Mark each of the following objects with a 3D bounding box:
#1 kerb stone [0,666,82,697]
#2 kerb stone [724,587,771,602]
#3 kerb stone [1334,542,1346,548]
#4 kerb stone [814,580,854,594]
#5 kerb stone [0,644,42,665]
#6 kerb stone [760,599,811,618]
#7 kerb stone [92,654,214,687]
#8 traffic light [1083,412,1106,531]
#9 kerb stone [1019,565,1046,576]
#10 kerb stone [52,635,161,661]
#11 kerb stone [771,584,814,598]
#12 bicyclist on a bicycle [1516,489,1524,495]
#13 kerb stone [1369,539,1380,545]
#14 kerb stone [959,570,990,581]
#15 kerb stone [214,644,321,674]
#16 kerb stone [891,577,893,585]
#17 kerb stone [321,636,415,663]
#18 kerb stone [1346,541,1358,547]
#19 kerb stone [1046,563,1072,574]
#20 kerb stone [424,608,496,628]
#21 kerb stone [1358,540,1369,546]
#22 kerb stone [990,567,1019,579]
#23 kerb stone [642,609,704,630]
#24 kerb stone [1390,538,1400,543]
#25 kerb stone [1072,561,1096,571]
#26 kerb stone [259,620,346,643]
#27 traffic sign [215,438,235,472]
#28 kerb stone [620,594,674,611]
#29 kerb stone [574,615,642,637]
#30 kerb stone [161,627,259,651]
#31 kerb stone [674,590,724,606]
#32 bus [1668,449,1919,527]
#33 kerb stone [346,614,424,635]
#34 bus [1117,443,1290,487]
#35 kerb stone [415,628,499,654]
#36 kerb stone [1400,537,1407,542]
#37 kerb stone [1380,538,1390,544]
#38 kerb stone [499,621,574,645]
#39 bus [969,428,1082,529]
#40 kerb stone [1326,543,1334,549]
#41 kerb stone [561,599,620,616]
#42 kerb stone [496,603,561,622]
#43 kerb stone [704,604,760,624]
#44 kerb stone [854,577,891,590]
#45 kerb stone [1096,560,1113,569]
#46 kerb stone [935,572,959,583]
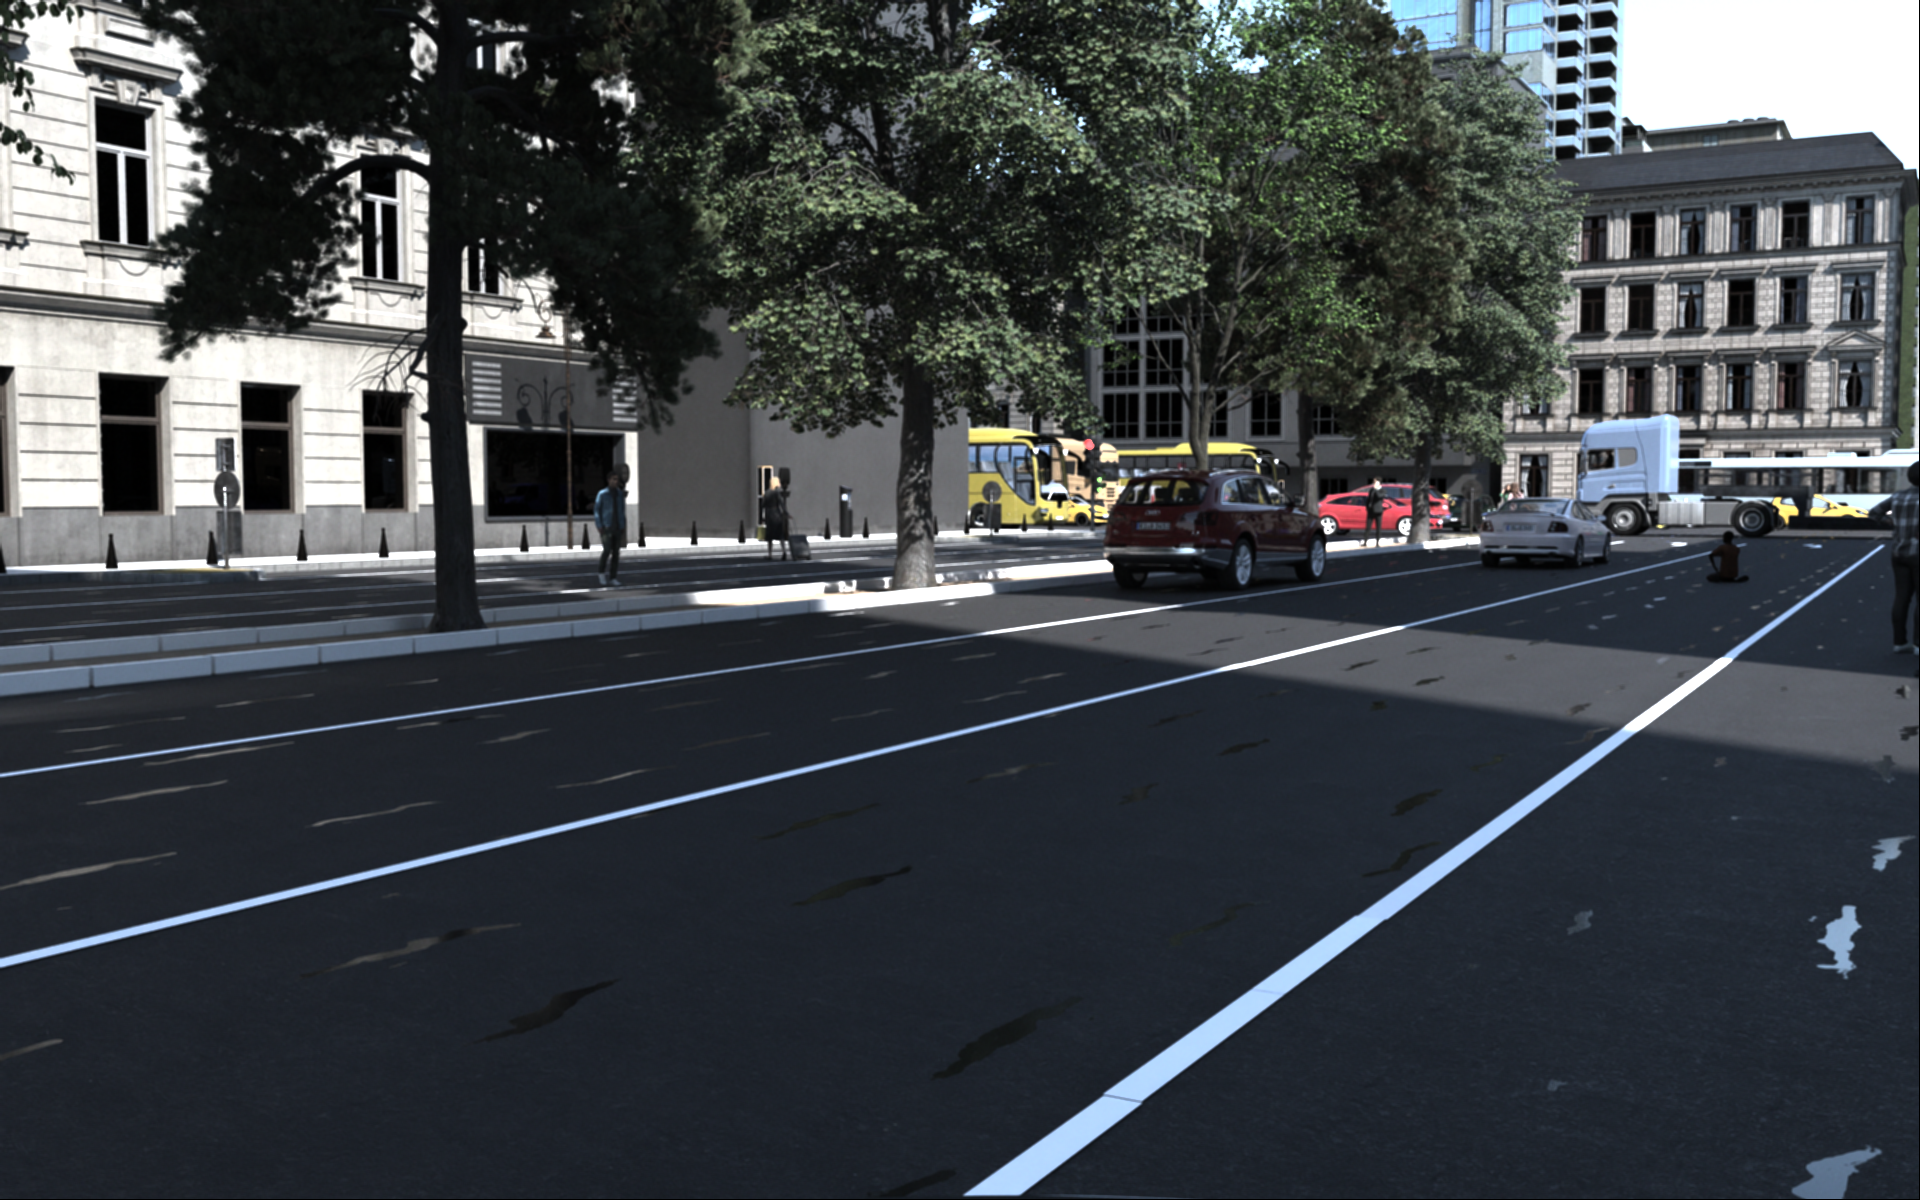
[{"bbox_3d":[-6.752,0.597,12.427,0.120,0.150,1.000,2,4,30],"label":"kerb stone"},{"bbox_3d":[-2.921,-0.068,23.314,0.120,0.150,1.000,2,4,30],"label":"kerb stone"},{"bbox_3d":[9.901,-1.436,45.667,0.120,0.150,1.000,2,4,30],"label":"kerb stone"},{"bbox_3d":[-1.896,-0.175,25.109,0.120,0.150,1.000,2,4,30],"label":"kerb stone"},{"bbox_3d":[-8.062,0.479,14.360,0.120,0.150,1.000,2,4,30],"label":"kerb stone"},{"bbox_3d":[-2.129,0.105,20.482,0.120,0.150,1.000,2,4,30],"label":"kerb stone"},{"bbox_3d":[-6.233,0.546,13.321,0.120,0.150,1.000,2,4,30],"label":"kerb stone"},{"bbox_3d":[4.574,-4.314,59.457,0.839,4.253,0.868,2,4,30],"label":"traffic light"},{"bbox_3d":[1.184,-0.506,30.475,0.120,0.150,1.000,2,4,30],"label":"kerb stone"},{"bbox_3d":[-7.550,0.424,15.258,0.120,0.150,1.000,2,4,30],"label":"kerb stone"},{"bbox_3d":[-2.409,-0.121,24.206,0.120,0.150,1.000,2,4,30],"label":"kerb stone"},{"bbox_3d":[18.495,-2.879,57.088,1.625,1.676,1.499,2,4,30],"label":"bicyclist on a bicycle"},{"bbox_3d":[11.439,-1.597,48.340,0.120,0.150,1.000,2,4,30],"label":"kerb stone"},{"bbox_3d":[0.154,-0.397,28.681,0.120,0.150,1.000,2,4,30],"label":"kerb stone"},{"bbox_3d":[-5.719,0.488,14.220,0.120,0.150,1.000,2,4,30],"label":"kerb stone"},{"bbox_3d":[-0.862,-0.287,26.887,0.120,0.150,1.000,2,4,30],"label":"kerb stone"},{"bbox_3d":[-5.207,0.433,15.120,0.120,0.150,1.000,2,4,30],"label":"kerb stone"},{"bbox_3d":[10.416,-1.490,46.557,0.120,0.150,1.000,2,4,30],"label":"kerb stone"},{"bbox_3d":[1.699,-0.561,31.364,0.120,0.150,1.000,2,4,30],"label":"kerb stone"},{"bbox_3d":[-5.484,0.209,18.845,0.120,0.150,1.000,2,4,30],"label":"kerb stone"},{"bbox_3d":[10.933,-1.544,47.446,0.120,0.150,1.000,2,4,30],"label":"kerb stone"},{"bbox_3d":[0.676,-0.442,29.581,0.120,0.150,1.000,2,4,30],"label":"kerb stone"},{"bbox_3d":[-3.155,0.215,18.693,0.120,0.150,1.000,2,4,30],"label":"kerb stone"},{"bbox_3d":[12.466,-1.709,50.132,0.120,0.150,1.000,2,4,30],"label":"kerb stone"},{"bbox_3d":[2.214,-0.612,32.259,0.120,0.150,1.000,2,4,30],"label":"kerb stone"},{"bbox_3d":[-6.517,0.320,17.056,0.120,0.150,1.000,2,4,30],"label":"kerb stone"},{"bbox_3d":[-13.449,-1.809,31.713,0.606,2.300,0.079,2,4,35],"label":"traffic sign"},{"bbox_3d":[-3.948,0.041,21.522,0.120,0.150,1.000,2,4,30],"label":"kerb stone"},{"bbox_3d":[-3.670,0.269,17.794,0.120,0.150,1.000,2,4,30],"label":"kerb stone"},{"bbox_3d":[-7.028,0.369,16.158,0.120,0.150,1.000,2,4,30],"label":"kerb stone"},{"bbox_3d":[-3.446,-0.014,22.420,0.120,0.150,1.000,2,4,30],"label":"kerb stone"},{"bbox_3d":[34.687,-4.915,75.212,13.247,3.499,2.948,2,4,32],"label":"bus"},{"bbox_3d":[-6.006,0.259,17.956,0.120,0.150,1.000,2,4,30],"label":"kerb stone"},{"bbox_3d":[9.759,-5.701,84.752,12.252,3.916,2.896,2,4,29],"label":"bus"},{"bbox_3d":[-4.694,0.378,16.011,0.120,0.150,1.000,2,4,30],"label":"kerb stone"},{"bbox_3d":[12.978,-1.763,51.024,0.120,0.150,1.000,2,4,30],"label":"kerb stone"},{"bbox_3d":[11.949,-1.654,49.240,0.120,0.150,1.000,2,4,30],"label":"kerb stone"},{"bbox_3d":[-4.186,0.324,16.905,0.120,0.150,1.000,2,4,30],"label":"kerb stone"},{"bbox_3d":[-1.471,-4.582,66.455,12.252,3.916,2.896,2,4,29],"label":"bus"},{"bbox_3d":[9.388,-1.381,44.776,0.120,0.150,1.000,2,4,30],"label":"kerb stone"},{"bbox_3d":[-4.461,0.096,20.631,0.120,0.150,1.000,2,4,30],"label":"kerb stone"},{"bbox_3d":[-4.974,0.150,19.738,0.120,0.150,1.000,2,4,30],"label":"kerb stone"},{"bbox_3d":[-2.642,0.161,19.588,0.120,0.150,1.000,2,4,30],"label":"kerb stone"},{"bbox_3d":[-1.387,-0.233,26.002,0.120,0.150,1.000,2,4,30],"label":"kerb stone"},{"bbox_3d":[2.726,-0.670,33.153,0.120,0.150,1.000,2,4,30],"label":"kerb stone"},{"bbox_3d":[-0.355,-0.341,27.788,0.120,0.150,1.000,2,4,30],"label":"kerb stone"}]
